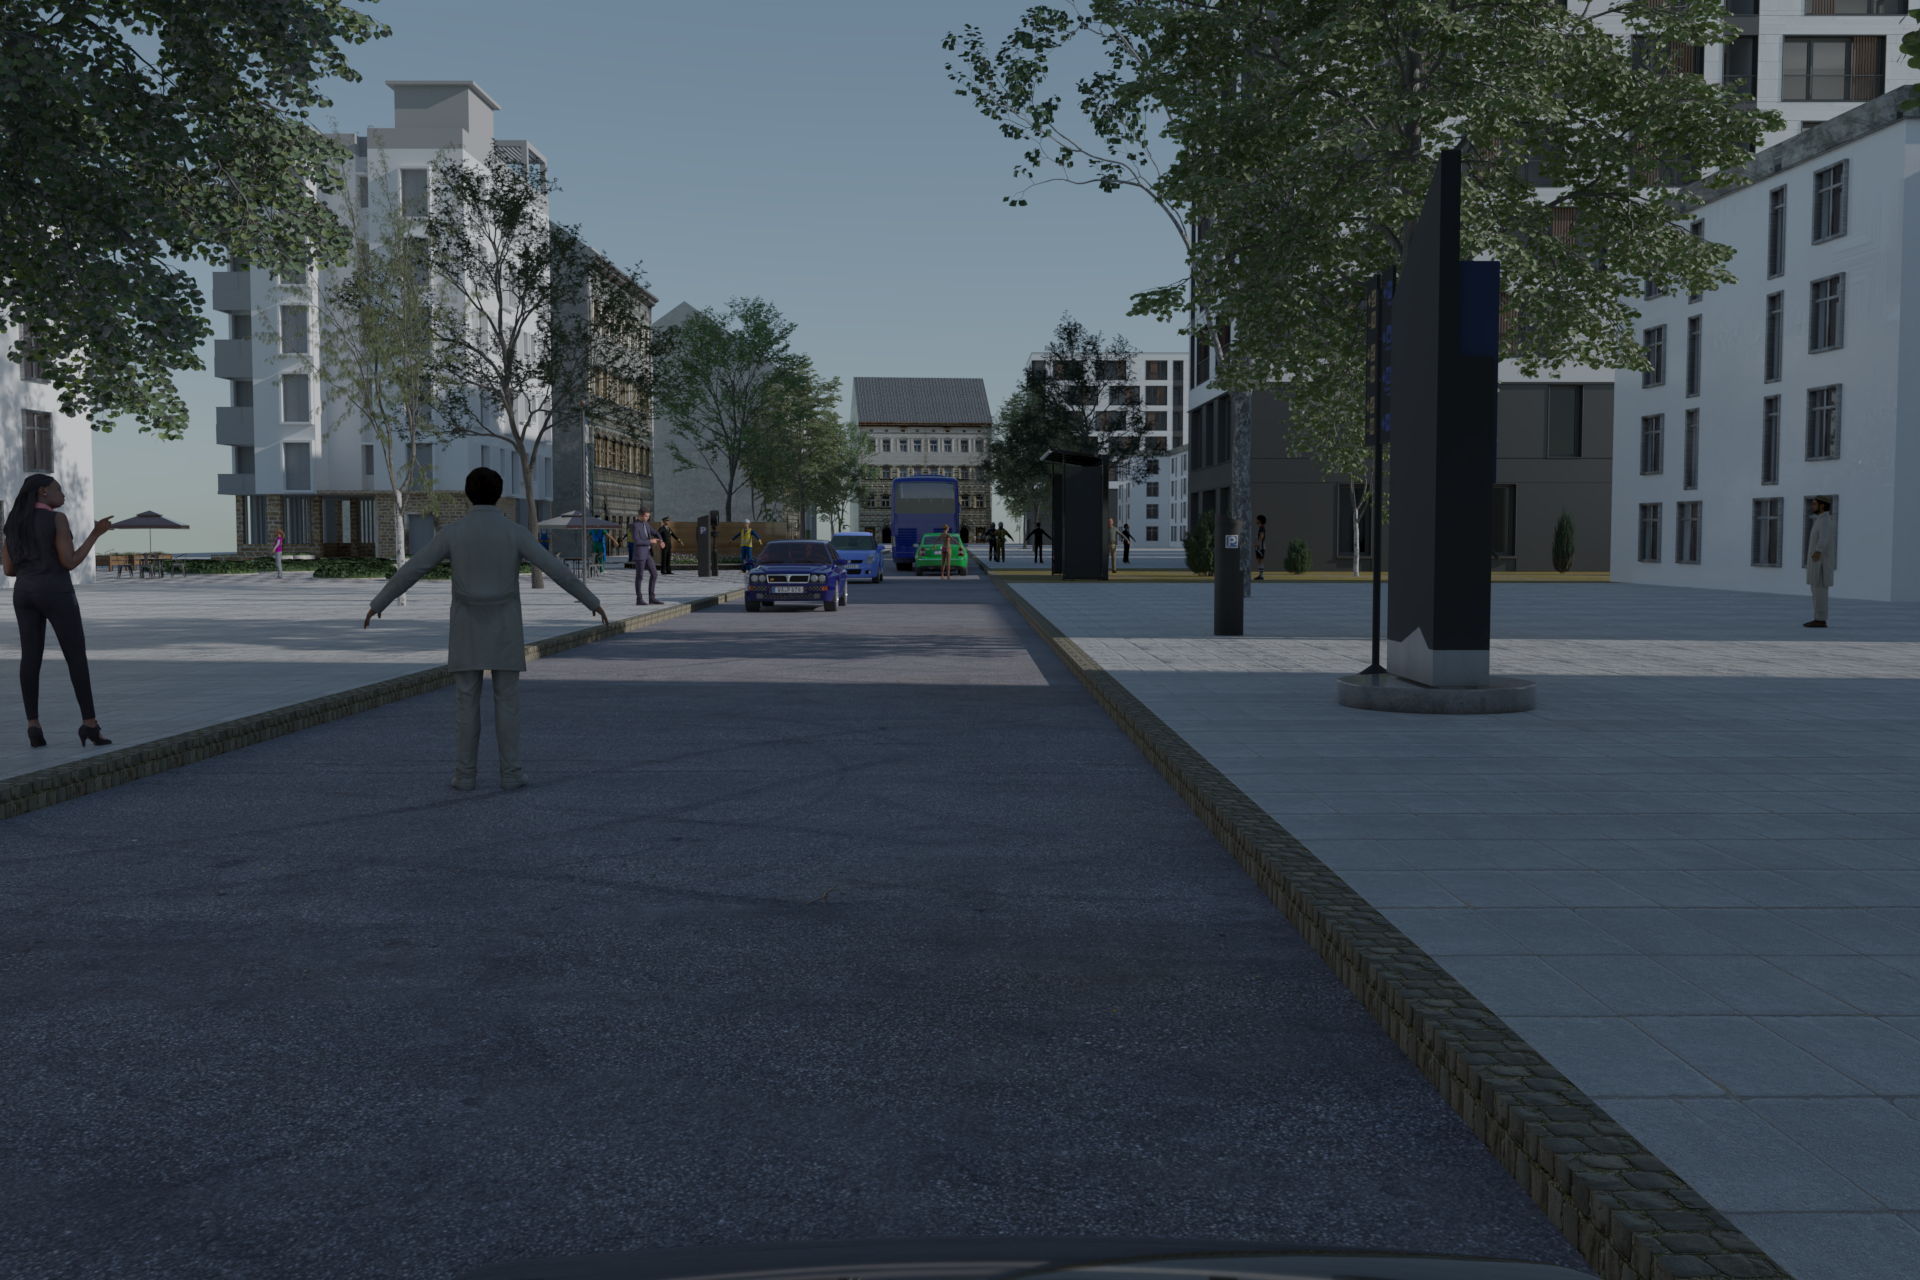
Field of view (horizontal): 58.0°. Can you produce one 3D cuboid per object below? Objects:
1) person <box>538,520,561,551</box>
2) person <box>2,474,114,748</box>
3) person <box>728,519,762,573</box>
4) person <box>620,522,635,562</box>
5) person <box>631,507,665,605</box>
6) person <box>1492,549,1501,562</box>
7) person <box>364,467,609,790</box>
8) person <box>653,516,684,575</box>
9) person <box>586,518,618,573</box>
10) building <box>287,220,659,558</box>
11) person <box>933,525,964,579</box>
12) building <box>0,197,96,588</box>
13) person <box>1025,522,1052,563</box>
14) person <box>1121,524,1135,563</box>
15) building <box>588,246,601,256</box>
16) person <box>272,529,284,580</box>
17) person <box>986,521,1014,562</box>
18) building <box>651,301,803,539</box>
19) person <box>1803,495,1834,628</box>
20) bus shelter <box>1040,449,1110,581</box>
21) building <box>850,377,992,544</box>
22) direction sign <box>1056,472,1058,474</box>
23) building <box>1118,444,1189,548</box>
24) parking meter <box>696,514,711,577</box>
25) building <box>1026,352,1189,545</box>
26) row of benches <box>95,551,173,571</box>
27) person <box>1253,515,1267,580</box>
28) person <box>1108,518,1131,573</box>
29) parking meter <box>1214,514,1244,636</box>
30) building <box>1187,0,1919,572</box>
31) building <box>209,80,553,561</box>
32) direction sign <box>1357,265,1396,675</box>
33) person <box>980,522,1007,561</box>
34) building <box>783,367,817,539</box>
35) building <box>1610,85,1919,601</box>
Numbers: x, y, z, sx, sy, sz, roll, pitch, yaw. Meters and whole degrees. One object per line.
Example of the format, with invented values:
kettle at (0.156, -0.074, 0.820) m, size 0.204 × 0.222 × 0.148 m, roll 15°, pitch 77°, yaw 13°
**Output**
person at (-16.798, -3.923, 69.994) m, size 1.347 × 1.847 × 0.705 m, roll -1°, pitch 4°, yaw -10°
person at (-5.439, -0.181, 10.472) m, size 0.593 × 1.643 × 0.415 m, roll -2°, pitch 4°, yaw -34°
person at (-7.036, -3.078, 56.790) m, size 1.216 × 1.772 × 0.721 m, roll 1°, pitch 4°, yaw 21°
person at (-14.855, -4.416, 78.175) m, size 1.349 × 1.833 × 0.705 m, roll 3°, pitch 5°, yaw 42°
person at (-5.576, -1.509, 31.167) m, size 0.568 × 1.767 × 0.683 m, roll 1°, pitch 4°, yaw 20°
person at (9.557, -1.410, 32.259) m, size 0.989 × 1.438 × 0.599 m, roll 1°, pitch 4°, yaw 17°
person at (-2.672, -0.070, 9.780) m, size 1.347 × 1.806 × 0.705 m, roll -1°, pitch 4°, yaw -11°
person at (-9.246, -2.977, 54.604) m, size 0.705 × 1.837 × 1.347 m, roll 2°, pitch 4°, yaw 33°
person at (-11.773, -3.085, 56.574) m, size 1.347 × 1.817 × 0.704 m, roll 2°, pitch 4°, yaw 24°
building at (-29.189, -16.630, 102.833) m, size 19.493 × 23.208 × 18.063 m, roll 0°, pitch 4°, yaw 0°
person at (-0.399, -2.800, 55.034) m, size 1.217 × 1.733 × 0.721 m, roll 3°, pitch 4°, yaw 37°
building at (-23.422, -5.444, 31.153) m, size 9.099 × 9.664 × 28.070 m, roll 0°, pitch 4°, yaw 1°
person at (3.483, -4.304, 76.553) m, size 1.347 × 1.806 × 0.705 m, roll 1°, pitch 4°, yaw 18°
person at (7.372, -4.237, 75.989) m, size 0.721 × 1.740 × 1.216 m, roll 2°, pitch 4°, yaw 35°
building at (-29.292, -15.829, 115.222) m, size 16.016 × 20.090 × 11.380 m, roll 0°, pitch 4°, yaw 0°
person at (-19.322, -2.427, 48.940) m, size 0.599 × 1.433 × 0.991 m, roll -1°, pitch 4°, yaw -15°
person at (1.855, -4.484, 79.078) m, size 1.354 × 1.858 × 0.705 m, roll -1°, pitch 4°, yaw -18°
building at (-25.906, -20.914, 172.874) m, size 19.493 × 23.208 × 18.063 m, roll 0°, pitch 4°, yaw 0°
person at (11.819, -1.087, 23.859) m, size 0.704 × 1.819 × 1.344 m, roll 1°, pitch 4°, yaw 23°
bus shelter at (3.343, -3.637, 50.745) m, size 1.731 × 3.624 × 6.357 m, roll 0°, pitch 4°, yaw 0°
building at (-5.785, -24.960, 241.483) m, size 18.063 × 23.208 × 19.493 m, roll 0°, pitch 4°, yaw -7°
direction sign at (3.552, -4.374, 63.516) m, size 0.379 × 3.537 × 0.876 m, roll 0°, pitch 4°, yaw -1°
building at (21.679, -14.176, 173.919) m, size 9.099 × 9.664 × 28.070 m, roll 0°, pitch 4°, yaw -1°
parking meter at (-7.666, -2.816, 51.760) m, size 0.399 × 1.863 × 0.255 m, roll 0°, pitch 4°, yaw 1°
building at (21.886, -22.460, 211.202) m, size 27.936 × 21.610 × 32.646 m, roll 0°, pitch 4°, yaw 0°
row of benches at (-29.284, -2.817, 61.523) m, size 1.422 × 0.672 × 4.104 m, roll 0°, pitch 4°, yaw 6°
person at (8.417, -2.603, 48.704) m, size 0.704 × 1.843 × 1.345 m, roll 1°, pitch 4°, yaw 8°
person at (4.946, -3.104, 57.021) m, size 1.348 × 1.796 × 0.705 m, roll 0°, pitch 4°, yaw 5°
parking meter at (3.412, -0.828, 21.955) m, size 0.372 × 1.533 × 0.369 m, roll 0°, pitch 3°, yaw 0°
building at (23.442, -14.095, 74.429) m, size 27.936 × 21.610 × 32.646 m, roll 0°, pitch 4°, yaw 0°
building at (-25.246, -13.291, 73.733) m, size 16.016 × 20.090 × 11.380 m, roll 0°, pitch 4°, yaw -1°
direction sign at (3.652, -1.414, 15.116) m, size 0.379 × 3.537 × 0.876 m, roll 0°, pitch 4°, yaw -1°
person at (1.579, -4.679, 82.286) m, size 1.354 × 1.856 × 0.705 m, roll -1°, pitch 4°, yaw -17°
building at (-26.251, -20.347, 199.133) m, size 16.747 × 18.905 × 31.486 m, roll 0°, pitch 4°, yaw 0°
building at (22.136, -5.540, 32.721) m, size 9.099 × 9.664 × 28.070 m, roll 0°, pitch 4°, yaw -1°
